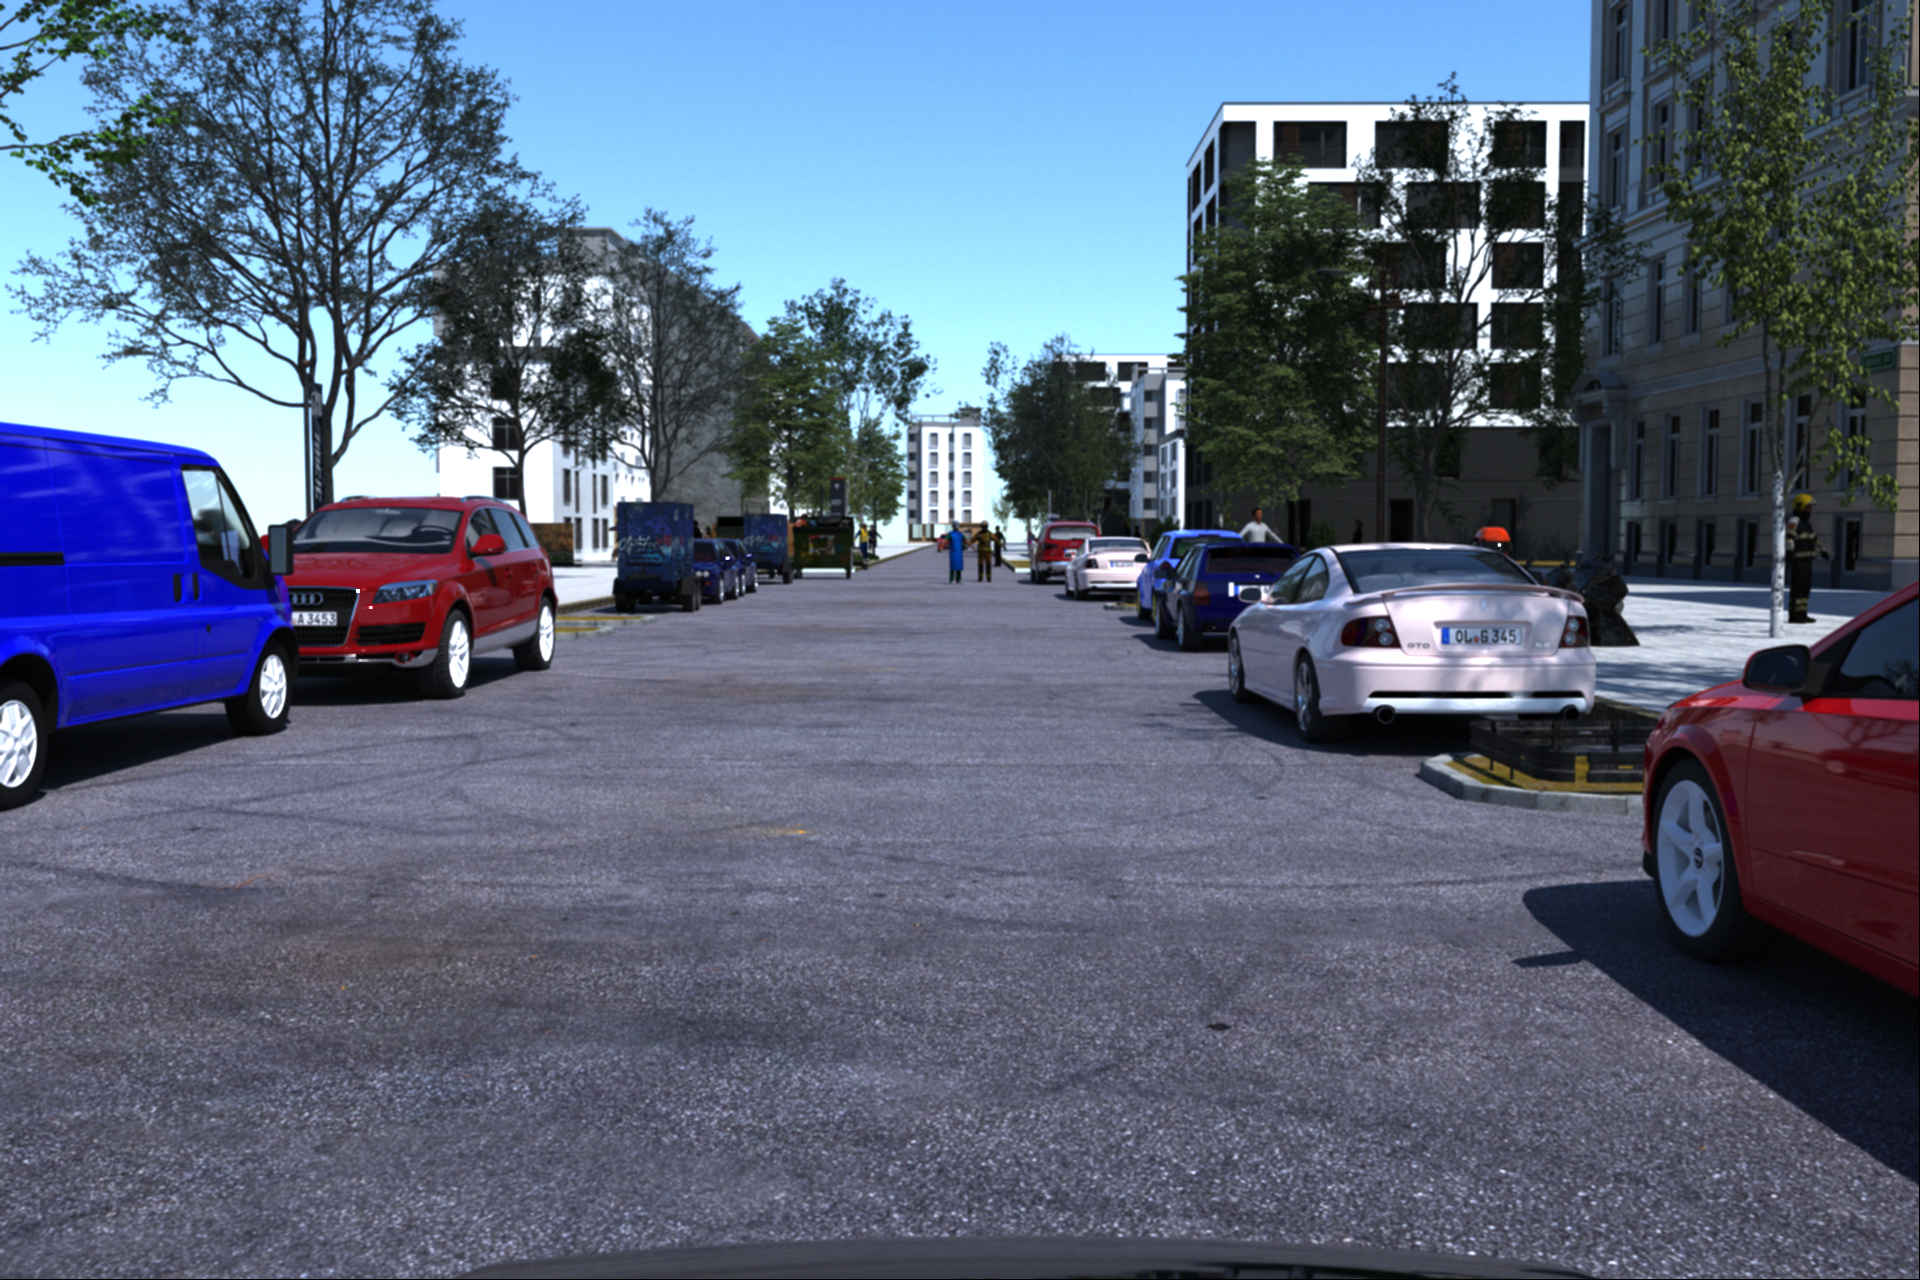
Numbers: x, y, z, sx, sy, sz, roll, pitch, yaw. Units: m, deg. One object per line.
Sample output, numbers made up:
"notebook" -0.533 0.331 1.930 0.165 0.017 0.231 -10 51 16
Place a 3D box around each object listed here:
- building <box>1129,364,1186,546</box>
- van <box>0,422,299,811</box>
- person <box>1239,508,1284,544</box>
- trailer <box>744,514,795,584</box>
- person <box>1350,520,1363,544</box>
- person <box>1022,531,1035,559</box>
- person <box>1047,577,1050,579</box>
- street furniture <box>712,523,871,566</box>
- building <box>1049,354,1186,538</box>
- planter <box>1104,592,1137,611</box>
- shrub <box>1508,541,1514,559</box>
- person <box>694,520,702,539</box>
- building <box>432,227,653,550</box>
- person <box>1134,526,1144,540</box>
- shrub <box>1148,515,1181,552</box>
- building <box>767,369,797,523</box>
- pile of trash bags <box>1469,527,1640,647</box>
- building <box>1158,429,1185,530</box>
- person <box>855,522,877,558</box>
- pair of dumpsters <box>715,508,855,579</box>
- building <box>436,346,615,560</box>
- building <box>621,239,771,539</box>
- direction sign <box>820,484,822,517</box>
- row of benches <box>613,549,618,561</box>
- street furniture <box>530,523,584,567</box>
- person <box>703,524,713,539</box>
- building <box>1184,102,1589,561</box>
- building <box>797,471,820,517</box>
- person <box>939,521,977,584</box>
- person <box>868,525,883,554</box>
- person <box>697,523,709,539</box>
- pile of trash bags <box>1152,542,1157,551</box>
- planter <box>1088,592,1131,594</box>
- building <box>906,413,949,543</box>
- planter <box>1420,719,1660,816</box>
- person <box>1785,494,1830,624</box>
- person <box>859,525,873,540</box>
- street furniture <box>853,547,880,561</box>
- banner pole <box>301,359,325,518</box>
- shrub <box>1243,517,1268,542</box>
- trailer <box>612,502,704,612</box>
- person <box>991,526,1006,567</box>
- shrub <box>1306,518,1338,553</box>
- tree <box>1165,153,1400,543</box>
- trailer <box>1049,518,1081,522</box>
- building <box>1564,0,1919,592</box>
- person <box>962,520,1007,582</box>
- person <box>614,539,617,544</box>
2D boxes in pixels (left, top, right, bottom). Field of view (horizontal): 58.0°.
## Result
"building" 24.126 -20.570 192.738 16.016 20.090 11.380 0 4 1
"van" -5.828 -0.381 10.614 2.240 2.365 5.245 0 4 1
"person" 6.045 -1.774 35.166 1.344 1.810 0.704 -1 4 -21
"trailer" -5.582 -2.585 49.316 1.471 1.999 3.904 0 4 0
"person" 12.664 -2.976 55.462 0.721 1.729 1.215 2 4 24
"person" 3.603 -4.949 90.188 0.599 1.433 0.991 3 5 44
"person" 2.674 -2.838 55.321 0.721 1.772 1.216 1 4 22
"street furniture" -6.687 -3.941 71.292 11.010 1.723 9.812 0 4 -4
"building" 24.802 -22.564 212.898 27.936 21.610 32.646 0 4 1
"planter" 3.764 -0.731 33.085 1.991 0.319 1.994 0 4 1
"shrub" 23.244 -3.864 74.294 1.383 1.207 1.383 0 3 0
"person" -10.007 -3.611 65.218 0.705 1.806 1.347 1 4 20
"building" -26.485 -15.390 108.039 16.016 20.090 11.380 0 4 0
"person" 9.745 -5.365 94.437 0.721 1.740 1.216 -1 4 -16
"shrub" 8.194 -3.934 68.357 1.661 2.075 1.752 0 3 0
"building" -24.818 -20.899 198.119 16.016 20.090 11.380 0 4 -1
"pile of trash bags" 6.856 -0.696 21.132 1.912 1.369 3.447 0 4 1
"building" 21.887 -12.012 138.537 9.099 9.664 28.070 0 4 0
"person" -4.313 -4.419 78.221 1.349 1.833 0.705 -3 5 -44
"pair of dumpsters" -5.589 -3.085 55.385 4.436 2.255 1.574 0 4 0
"building" -22.694 -9.134 91.484 9.099 9.664 28.070 0 3 0
"building" -25.098 -18.547 134.180 19.493 23.208 18.063 0 4 0
"direction sign" -6.261 -5.270 78.167 0.379 3.537 0.876 0 4 1
"row of benches" -15.610 -4.186 83.901 1.422 0.672 4.104 1 4 18
"street furniture" -19.700 -3.860 69.967 9.812 1.723 11.010 -1 4 -11
"person" -14.994 -5.949 103.047 0.705 1.856 1.354 1 4 12
"building" 26.480 -15.570 98.541 27.936 21.610 32.646 0 4 0
"building" -22.798 -17.523 228.652 9.099 9.664 28.070 0 4 1
"person" -0.100 -2.526 49.888 1.347 1.817 0.704 -3 4 -39
"person" -5.173 -5.839 101.401 1.347 1.837 0.705 1 4 8
"person" -11.759 -4.377 77.428 1.347 1.847 0.705 -1 4 -13
"pile of trash bags" 7.385 -2.964 58.206 1.912 1.369 3.447 0 4 0
"planter" 3.861 -1.318 42.695 1.991 0.319 1.994 0 4 1
"building" -7.717 -24.662 262.099 11.380 20.090 16.016 0 4 -1
"planter" 3.698 0.694 9.800 1.991 0.319 1.994 0 3 0
"person" 12.132 -1.171 24.919 1.351 1.858 0.704 -3 5 -43
"person" -5.437 -5.713 99.596 0.705 1.806 1.347 -3 4 -37
"street furniture" -8.840 -4.169 83.794 10.072 0.657 5.734 0 4 1
"banner pole" -9.367 -2.148 25.131 0.401 3.779 0.863 0 4 1
"shrub" 14.188 -4.736 81.477 1.661 2.075 1.752 0 3 0
"trailer" -5.590 -1.490 31.406 1.471 1.999 3.904 0 4 0
"person" 1.637 -4.133 76.249 0.704 1.802 1.346 3 4 39
"shrub" 17.004 -4.713 81.097 1.661 2.075 1.752 0 3 0
"tree" 9.766 -8.209 52.350 7.486 12.596 7.792 0 3 0
"trailer" 3.709 -3.374 62.211 1.471 1.999 3.904 0 4 -1
"building" 26.749 -15.976 47.119 13.634 28.700 20.117 0 4 0
"person" 0.736 -2.673 51.926 1.354 1.858 0.705 0 4 5
"person" -12.350 -3.617 65.279 1.346 1.812 0.704 -1 4 -9
